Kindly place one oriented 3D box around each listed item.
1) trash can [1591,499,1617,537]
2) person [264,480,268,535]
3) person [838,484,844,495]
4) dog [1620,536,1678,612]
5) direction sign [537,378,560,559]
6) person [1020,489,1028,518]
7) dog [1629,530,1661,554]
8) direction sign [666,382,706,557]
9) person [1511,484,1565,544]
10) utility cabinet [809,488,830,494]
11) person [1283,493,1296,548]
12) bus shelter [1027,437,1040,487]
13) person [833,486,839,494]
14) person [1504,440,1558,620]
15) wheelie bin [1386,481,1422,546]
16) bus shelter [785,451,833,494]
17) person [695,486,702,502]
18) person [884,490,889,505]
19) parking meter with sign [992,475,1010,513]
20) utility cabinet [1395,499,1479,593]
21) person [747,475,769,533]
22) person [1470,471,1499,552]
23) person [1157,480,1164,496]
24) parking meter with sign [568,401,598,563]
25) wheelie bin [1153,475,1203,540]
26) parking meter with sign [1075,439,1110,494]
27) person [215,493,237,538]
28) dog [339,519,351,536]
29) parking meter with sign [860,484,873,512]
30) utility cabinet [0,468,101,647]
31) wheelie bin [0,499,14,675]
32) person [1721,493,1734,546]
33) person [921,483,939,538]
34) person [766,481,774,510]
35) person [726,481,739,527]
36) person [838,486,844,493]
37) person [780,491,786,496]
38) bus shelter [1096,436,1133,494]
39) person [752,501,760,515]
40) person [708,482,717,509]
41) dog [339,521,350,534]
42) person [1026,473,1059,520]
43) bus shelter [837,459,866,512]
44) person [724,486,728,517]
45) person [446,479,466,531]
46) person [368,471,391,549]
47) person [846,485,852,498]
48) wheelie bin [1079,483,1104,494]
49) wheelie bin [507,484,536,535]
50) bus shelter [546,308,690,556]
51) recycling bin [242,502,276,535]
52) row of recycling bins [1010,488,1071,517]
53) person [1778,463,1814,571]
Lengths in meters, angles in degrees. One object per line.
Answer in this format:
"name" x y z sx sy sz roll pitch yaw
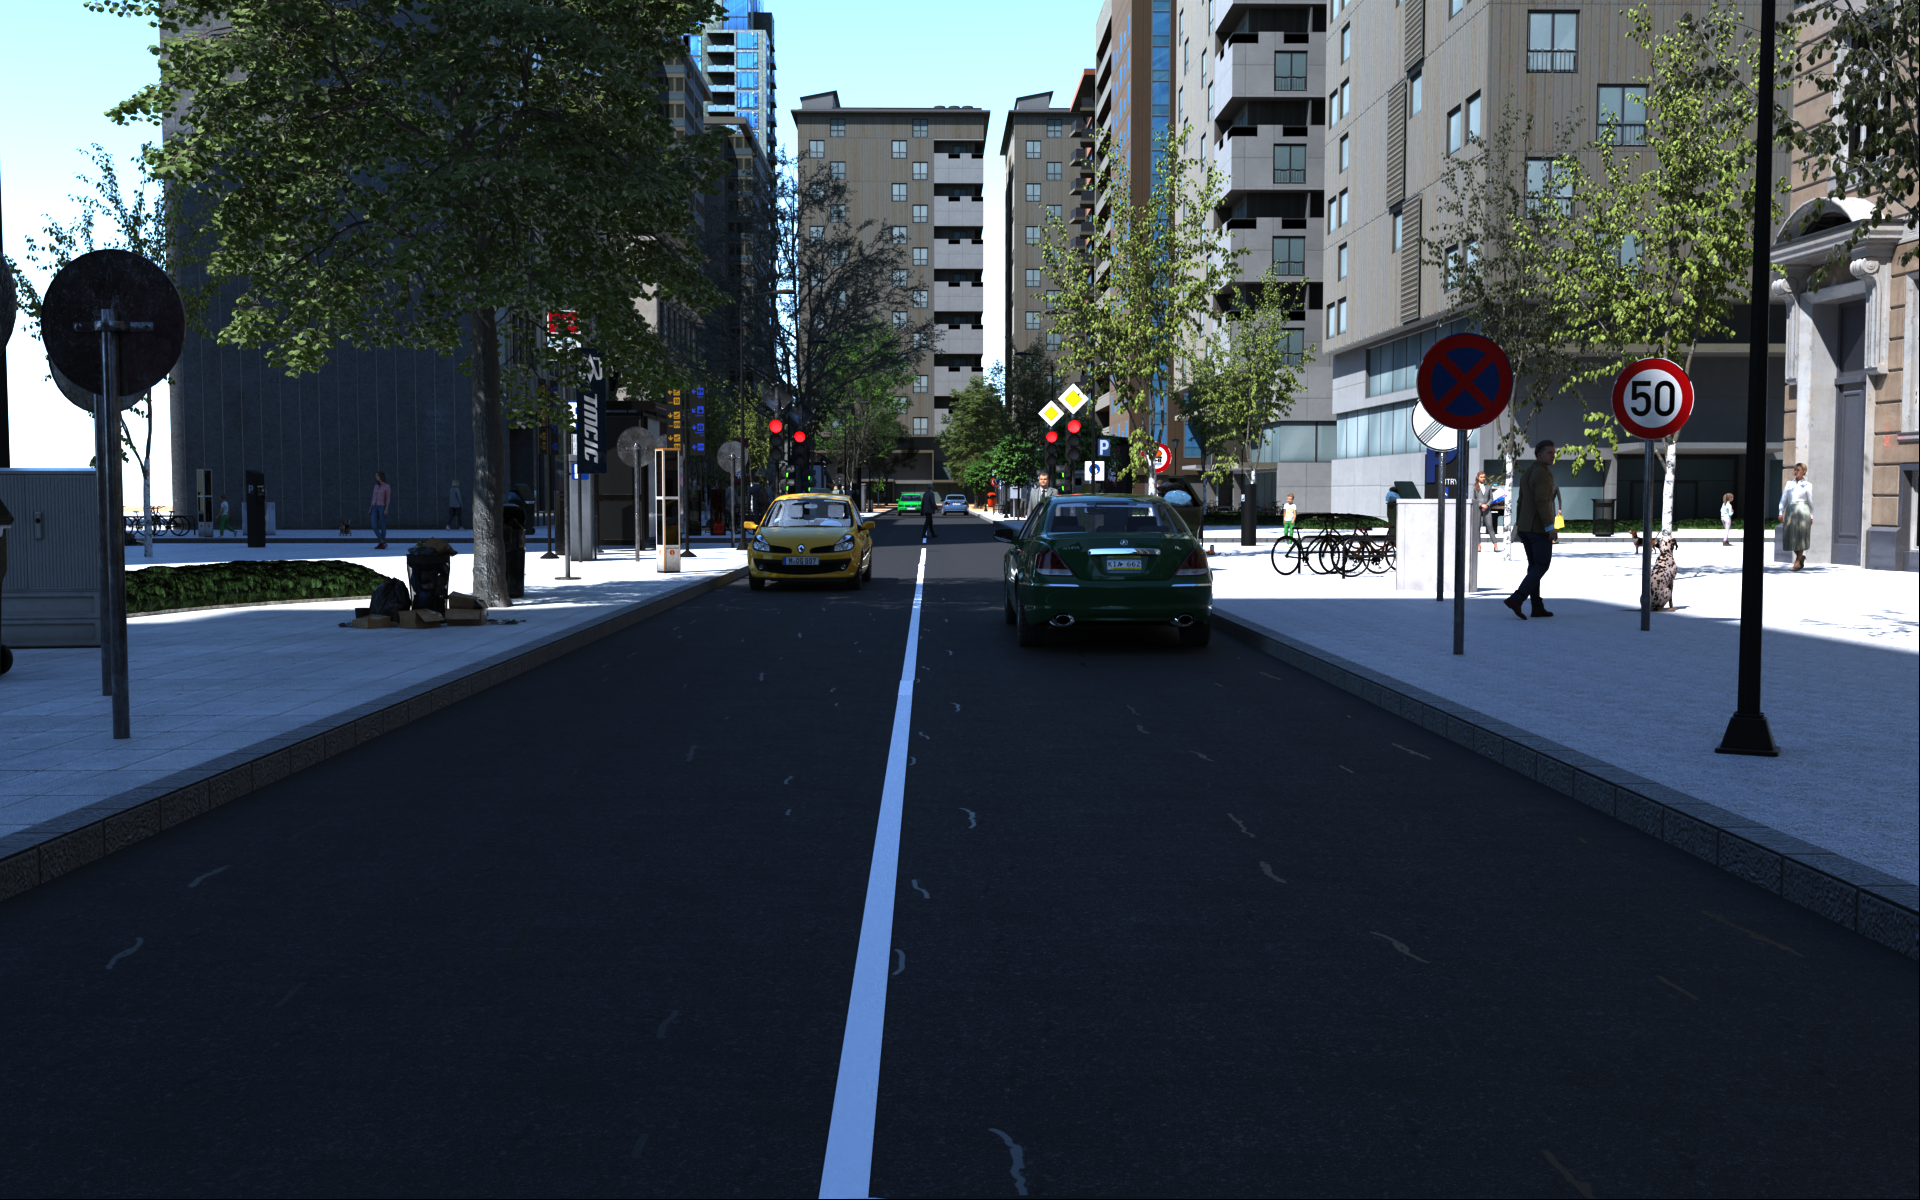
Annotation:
"trash can" 19.310 -2.466 51.968 0.748 1.137 0.748 0 3 0
"person" -21.400 -2.853 53.028 0.374 1.781 0.599 -1 4 -11
"person" -6.208 -5.153 90.566 0.850 1.792 0.678 0 4 -3
"dog" 7.578 -0.286 19.054 0.800 0.831 0.513 0 4 -6
"direction sign" -8.155 -2.589 34.324 0.379 3.537 0.876 1 4 11
"person" 3.420 -5.225 91.437 0.622 1.834 0.822 0 4 7
"dog" 14.631 -1.235 37.029 0.540 0.507 0.406 0 4 -3
"direction sign" -5.541 -2.636 35.099 0.876 3.537 0.379 1 4 20
"person" 14.849 -2.337 44.471 0.699 1.804 1.509 -1 4 -19
"utility cabinet" -5.118 -3.348 63.416 0.318 1.500 1.173 1 4 21
"person" 7.914 -1.913 41.568 0.306 1.304 0.590 1 4 10
"bus shelter" 4.946 -8.602 118.281 2.179 5.291 8.768 0 4 -1
"person" -7.890 -6.293 109.115 0.709 1.800 0.728 1 4 20
"person" 5.934 -0.727 17.836 0.836 1.842 0.656 -3 4 -36
"wheelie bin" 10.905 -2.127 42.688 0.980 1.594 0.693 -2 4 -32
"bus shelter" -7.216 -5.448 82.997 2.014 3.302 5.546 0 4 -1
"person" -15.121 -5.686 99.425 0.534 1.772 0.576 1 4 20
"person" -8.669 -12.037 203.642 0.721 1.735 1.217 2 4 27
"parking meter with sign" 3.005 -7.257 114.919 1.738 3.016 0.543 -2 4 -29
"utility cabinet" 6.294 -0.715 22.852 1.020 1.237 0.306 2 4 35
"person" -5.971 -2.767 51.253 0.622 1.834 0.822 -1 4 -16
"person" 11.549 -1.945 38.116 0.520 1.790 0.573 -1 4 -16
"person" 5.582 -2.399 47.744 0.654 1.822 0.581 0 4 3
"parking meter with sign" -7.226 -2.259 33.200 0.543 3.016 1.738 0 4 -8
"wheelie bin" 3.601 -1.271 28.694 0.693 1.594 0.980 -1 4 -17
"parking meter with sign" 3.979 -3.610 55.281 0.543 3.016 1.738 -3 5 -40
"person" -21.644 -2.494 51.065 0.590 1.304 0.306 -2 4 -25
"dog" -18.793 -2.209 52.943 0.406 0.507 0.540 -2 4 -28
"parking meter with sign" -7.142 -7.885 125.178 1.738 3.016 0.543 1 4 13
"utility cabinet" -7.726 -0.352 14.434 1.173 1.500 0.318 -1 4 -9
"wheelie bin" -7.021 -0.244 11.891 0.693 1.594 0.980 0 4 6
"person" 18.936 -1.981 42.717 0.394 1.301 0.425 -1 4 -20
"person" -0.939 -2.908 56.445 0.834 1.777 0.661 -3 5 -43
"person" -7.594 -3.854 69.162 0.391 1.810 0.635 -1 4 -14
"person" -8.749 -3.646 65.934 0.850 1.792 0.678 2 4 32
"person" -7.133 -6.094 106.160 0.782 1.767 0.515 0 4 -2
"person" -14.589 -8.324 142.225 0.705 1.814 1.350 3 4 37
"bus shelter" 5.906 -4.839 70.401 1.731 3.624 6.357 0 4 -1
"person" -10.857 -5.354 93.708 0.709 1.813 0.853 -2 4 -35
"person" -10.537 -4.183 74.536 0.616 1.811 0.778 -3 5 -44
"dog" -19.769 -2.309 55.486 0.550 0.427 0.748 1 4 23
"person" 1.461 -1.371 31.022 0.694 1.812 0.767 1 4 12
"bus shelter" -7.423 -7.829 119.285 1.731 3.624 6.357 0 4 -1
"person" -12.078 -5.036 89.381 0.522 1.701 0.512 -2 4 -34
"person" -17.643 -3.314 60.408 0.709 1.800 0.728 3 5 42
"person" -13.533 -2.097 40.345 0.555 1.821 0.388 1 4 12
"person" -6.247 -5.540 96.806 0.511 1.800 0.466 1 4 12
"wheelie bin" 5.096 -3.586 66.532 0.980 1.594 0.693 3 5 44
"wheelie bin" -13.800 -2.844 54.402 0.693 1.594 0.980 1 4 20
"bus shelter" -7.906 -3.830 40.261 2.179 5.291 8.768 0 4 -1
"recycling bin" -21.817 -2.529 53.896 0.722 1.027 0.722 1 4 11
"row of recycling bins" 4.557 -5.454 96.280 3.534 1.692 1.069 0 4 -7
"person" 14.010 -1.387 28.942 0.641 1.798 0.478 -3 4 -37
